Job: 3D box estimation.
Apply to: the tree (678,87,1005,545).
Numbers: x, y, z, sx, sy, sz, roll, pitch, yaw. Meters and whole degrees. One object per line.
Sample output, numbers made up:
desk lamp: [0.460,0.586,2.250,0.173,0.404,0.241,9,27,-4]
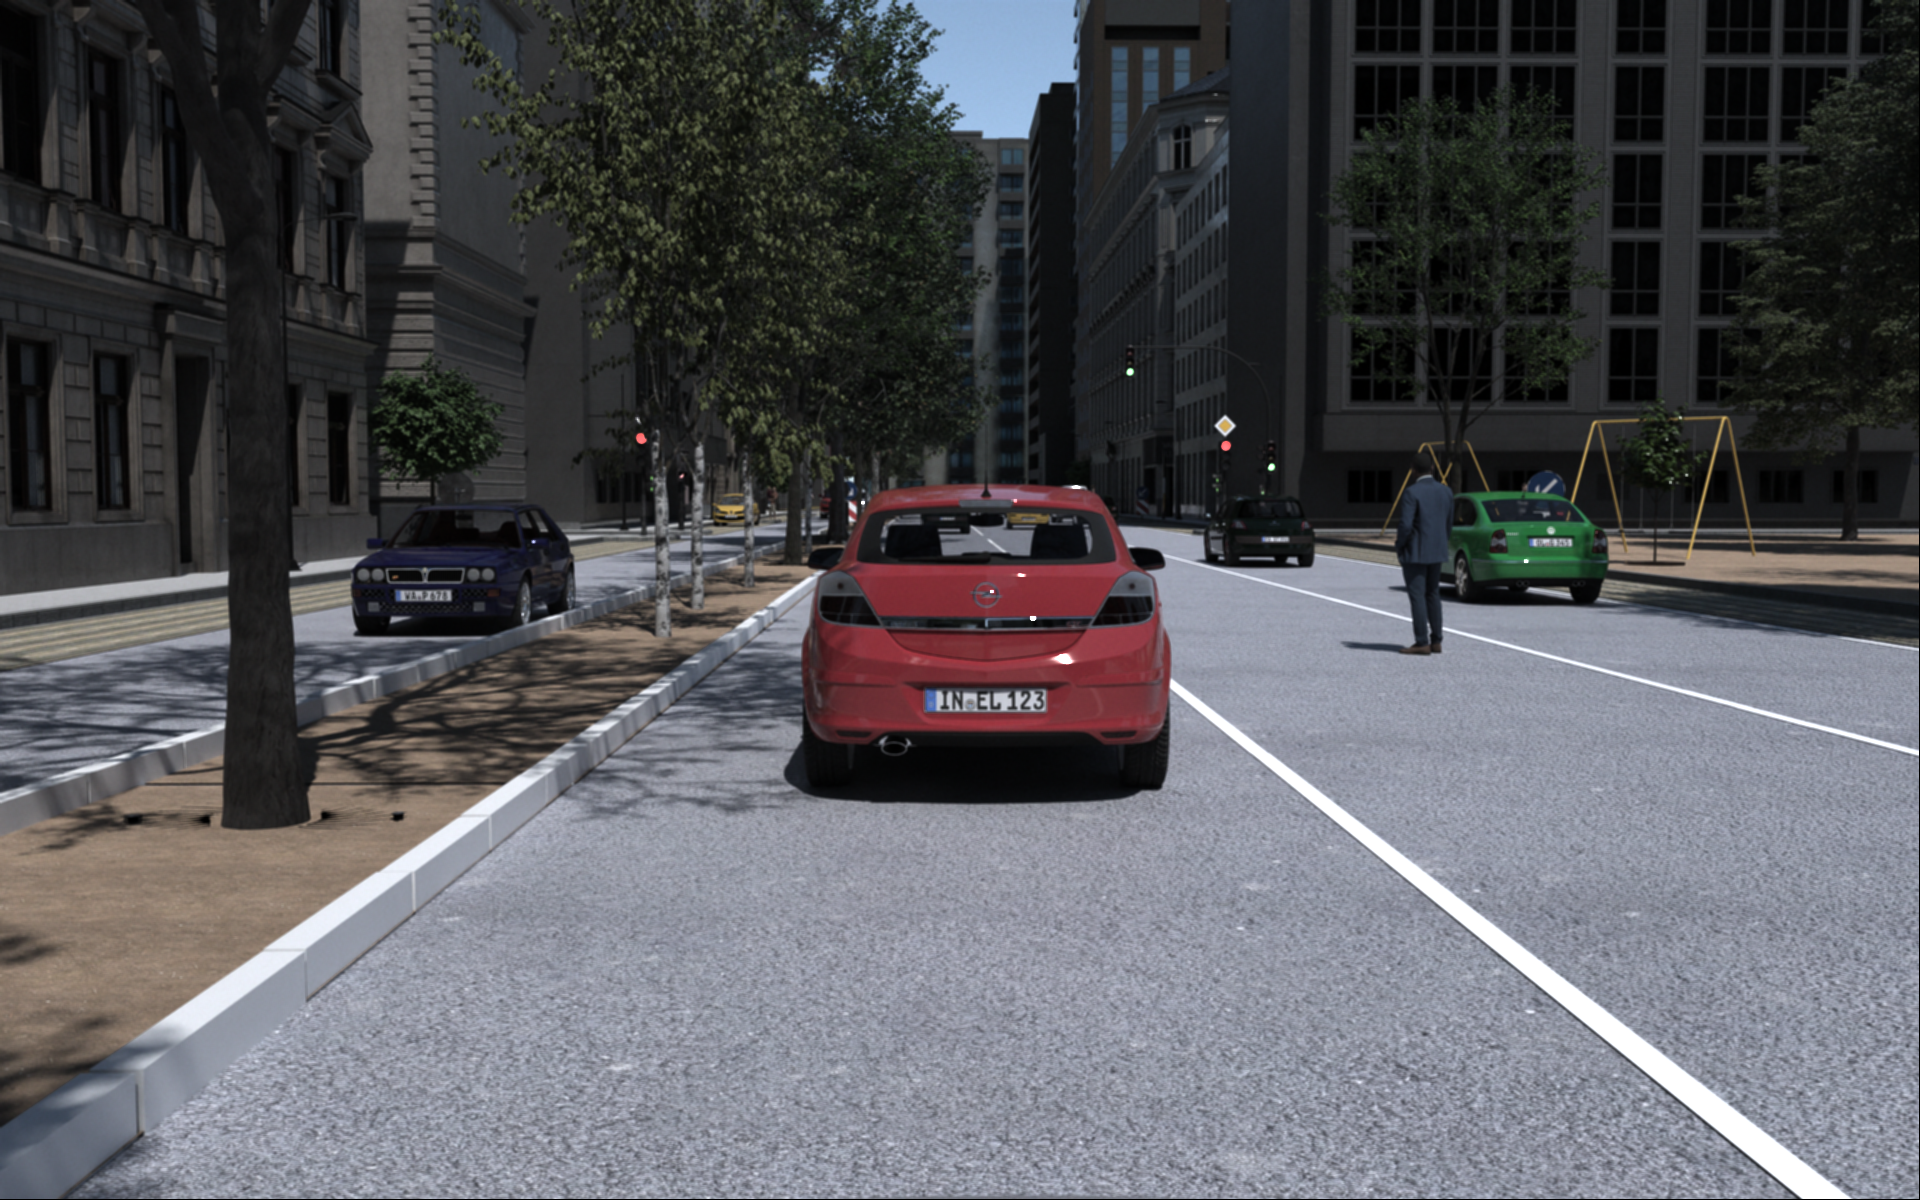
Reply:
tree: [-3.463,-7.903,48.685,9.611,12.733,9.660,0,3,0]

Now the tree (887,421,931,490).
tree: [-5.188,-12.172,119.603,7.486,12.596,7.792,0,3,0]

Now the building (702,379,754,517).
building: [-19.810,-17.688,108.275,14.460,24.649,34.723,0,4,-1]

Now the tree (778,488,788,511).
tree: [-13.686,-8.475,133.173,1.663,3.219,1.824,0,3,0]

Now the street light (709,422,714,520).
street light: [-11.734,-6.918,85.646,1.470,5.913,1.316,0,4,-1]

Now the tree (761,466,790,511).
tree: [-13.687,-8.889,129.056,4.285,4.588,4.351,0,3,0]

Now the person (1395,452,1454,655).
person: [4.157,-0.415,15.475,0.721,1.800,0.419,-3,4,-37]

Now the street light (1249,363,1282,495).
street light: [10.857,-5.447,61.605,1.470,5.913,1.316,0,4,-1]

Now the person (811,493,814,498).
person: [-13.098,-8.715,151.729,0.628,1.438,0.799,0,4,-4]

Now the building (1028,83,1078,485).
building: [19.209,-35.324,201.253,21.300,48.544,21.600,0,4,-1]

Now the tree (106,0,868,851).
tree: [-2.979,-5.757,6.962,12.009,13.543,11.850,0,3,0]

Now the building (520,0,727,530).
building: [-19.021,-15.675,75.361,14.314,24.678,30.058,0,4,-1]

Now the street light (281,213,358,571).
street light: [-10.650,-3.438,28.761,1.470,5.913,1.316,0,4,-1]

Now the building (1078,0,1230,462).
building: [17.907,-30.711,152.235,14.600,45.320,14.200,0,4,-1]

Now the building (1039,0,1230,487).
building: [20.140,-52.655,173.576,22.319,86.520,31.000,0,4,-1]

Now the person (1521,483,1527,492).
person: [19.010,-3.023,58.121,0.606,1.804,0.583,-3,4,-38]

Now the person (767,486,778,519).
person: [-9.552,-4.851,87.789,0.580,1.828,0.573,-2,4,-30]

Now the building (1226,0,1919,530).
building: [23.465,-16.738,67.176,24.014,27.812,14.314,0,4,-1]

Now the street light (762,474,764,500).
street light: [-12.119,-8.486,111.294,1.470,5.913,1.316,0,4,-1]

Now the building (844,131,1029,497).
building: [-0.081,-37.402,231.123,30.456,49.044,23.786,0,4,-1]

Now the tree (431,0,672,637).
tree: [-2.916,-3.912,16.783,4.737,8.622,4.395,0,3,0]

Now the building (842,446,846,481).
building: [-27.786,-33.239,235.344,23.993,40.220,32.217,0,4,-1]

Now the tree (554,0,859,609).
tree: [-3.267,-4.196,21.417,4.360,8.622,3.978,0,3,0]

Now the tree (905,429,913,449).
tree: [-3.979,-7.350,72.986,4.360,8.622,3.978,0,3,0]

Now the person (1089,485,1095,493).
person: [6.180,-4.403,80.289,0.447,1.846,0.655,1,4,18]

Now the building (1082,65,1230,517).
building: [18.455,-20.681,114.541,17.030,29.872,44.131,0,4,-1]

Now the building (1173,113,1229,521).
building: [16.719,-13.999,83.636,10.420,20.320,16.860,0,4,-1]

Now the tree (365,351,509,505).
tree: [-12.156,-3.430,39.796,4.285,4.588,4.351,0,3,0]

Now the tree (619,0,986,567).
tree: [-3.222,-6.479,34.140,9.928,11.665,9.643,0,3,0]

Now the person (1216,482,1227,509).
person: [10.872,-4.024,72.020,0.466,1.800,0.511,-3,4,-36]

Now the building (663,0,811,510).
building: [-24.442,-37.159,149.548,21.231,58.520,28.212,0,4,-1]

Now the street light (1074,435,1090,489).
street light: [9.641,-9.989,135.858,1.470,5.913,1.316,0,4,-1]

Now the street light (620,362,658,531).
street light: [-11.298,-5.404,60.896,1.470,5.913,1.316,0,4,-1]

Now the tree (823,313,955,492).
tree: [-4.467,-11.591,98.622,9.857,13.997,8.962,0,3,0]

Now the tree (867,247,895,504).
tree: [-3.645,-5.421,41.456,4.360,8.622,3.978,0,3,0]

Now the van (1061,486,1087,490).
van: [5.507,-4.850,86.314,2.013,2.044,4.112,0,4,-3]

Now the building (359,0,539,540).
building: [-22.213,-13.327,46.781,19.941,23.489,11.050,0,4,-1]

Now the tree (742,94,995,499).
tree: [-5.189,-13.629,81.184,12.611,20.169,13.585,0,3,0]

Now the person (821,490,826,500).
person: [-8.613,-6.181,110.396,0.563,1.720,0.643,1,4,16]

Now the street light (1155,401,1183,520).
street light: [10.417,-6.961,86.355,1.470,5.913,1.316,0,4,-1]

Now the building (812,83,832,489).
building: [-25.247,-35.338,201.475,21.600,48.544,21.300,0,4,-1]

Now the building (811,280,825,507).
building: [-20.875,-24.458,171.588,14.160,30.474,14.107,0,4,-1]

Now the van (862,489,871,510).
van: [-7.710,-7.717,133.188,2.013,2.044,4.112,0,4,-2]

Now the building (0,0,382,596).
building: [-16.856,-9.925,26.893,10.561,19.102,19.286,0,4,-1]

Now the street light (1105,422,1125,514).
street light: [9.957,-8.475,111.105,1.470,5.913,1.316,0,4,-1]
